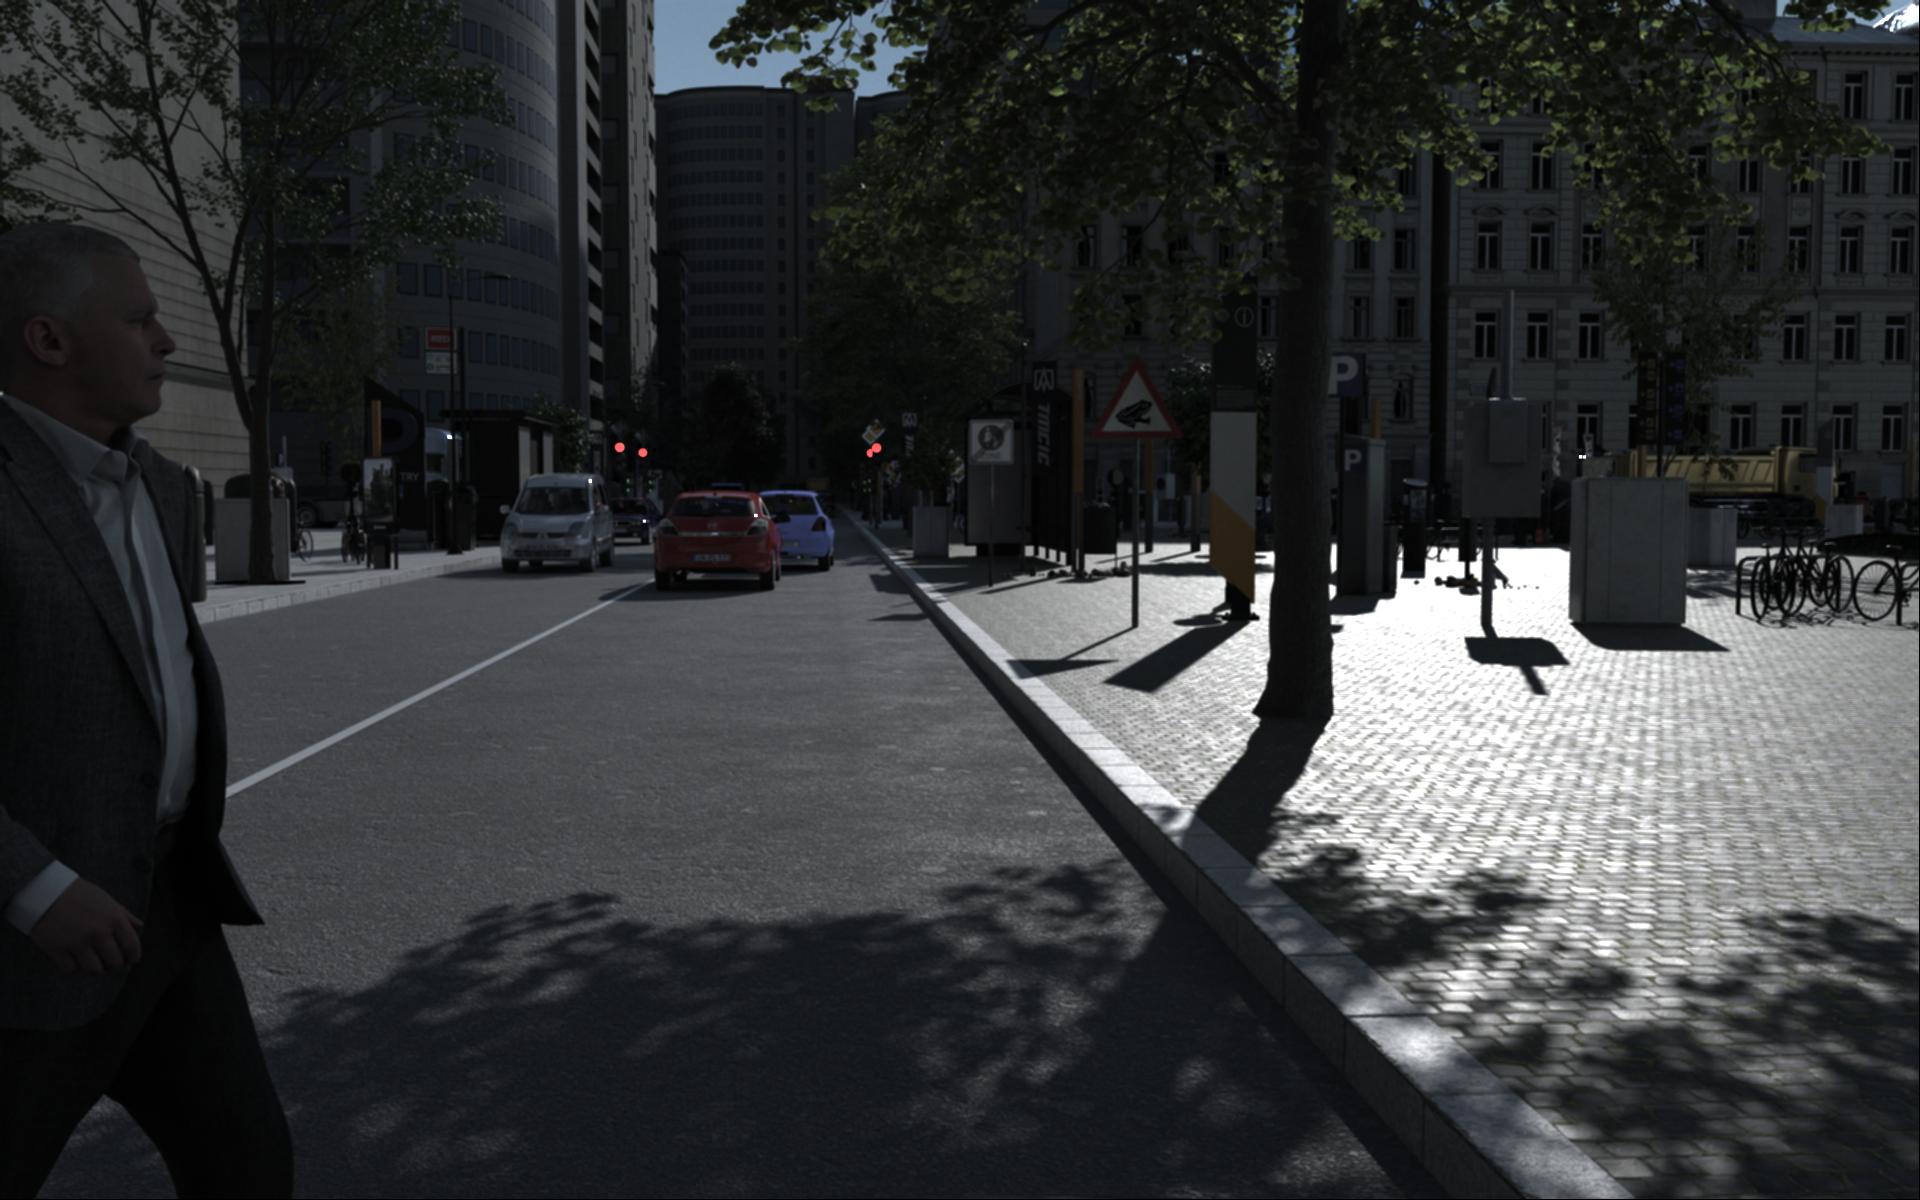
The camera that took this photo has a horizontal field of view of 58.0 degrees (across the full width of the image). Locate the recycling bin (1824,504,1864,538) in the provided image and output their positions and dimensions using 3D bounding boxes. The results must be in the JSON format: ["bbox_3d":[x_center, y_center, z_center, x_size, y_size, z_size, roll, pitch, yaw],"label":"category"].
[{"bbox_3d":[21.383,-1.795,41.908,0.722,1.027,0.722,3,4,39],"label":"recycling bin"}]

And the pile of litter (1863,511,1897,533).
[{"bbox_3d":[27.720,-2.362,52.589,1.719,0.858,1.176,-2,4,-23],"label":"pile of litter"}]

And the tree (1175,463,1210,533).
[{"bbox_3d":[7.903,-3.859,57.701,1.663,3.219,1.824,0,3,0],"label":"tree"}]

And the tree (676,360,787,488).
[{"bbox_3d":[-19.609,-14.117,147.821,9.611,12.733,9.660,0,3,0],"label":"tree"}]

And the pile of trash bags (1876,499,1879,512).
[{"bbox_3d":[39.811,-4.180,78.097,1.912,1.369,3.447,0,4,1],"label":"pile of trash bags"}]

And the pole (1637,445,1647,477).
[{"bbox_3d":[16.385,-2.923,41.642,0.158,3.312,0.155,0,3,0],"label":"pole"}]

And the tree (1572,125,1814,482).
[{"bbox_3d":[14.185,-5.137,34.351,4.737,8.622,4.395,0,3,0],"label":"tree"}]

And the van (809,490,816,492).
[{"bbox_3d":[-14.148,-9.943,169.584,2.013,2.044,4.112,0,4,-5],"label":"van"}]

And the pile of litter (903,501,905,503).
[{"bbox_3d":[-4.005,-7.093,129.927,1.176,0.858,1.719,-1,4,-21],"label":"pile of litter"}]

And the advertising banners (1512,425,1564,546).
[{"bbox_3d":[14.579,-2.901,43.620,2.074,3.025,0.090,-3,4,-37],"label":"advertising banners"}]

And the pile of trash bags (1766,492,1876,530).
[{"bbox_3d":[31.007,-3.234,62.629,3.447,1.369,1.912,2,4,24],"label":"pile of trash bags"}]

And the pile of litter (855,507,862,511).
[{"bbox_3d":[-7.397,-7.285,133.078,1.176,0.858,1.719,-2,4,-27],"label":"pile of litter"}]

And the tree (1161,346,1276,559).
[{"bbox_3d":[5.550,-3.130,34.897,4.285,4.588,4.351,0,3,0],"label":"tree"}]

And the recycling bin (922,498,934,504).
[{"bbox_3d":[-2.339,-6.767,123.187,0.722,1.027,0.722,2,4,31],"label":"recycling bin"}]

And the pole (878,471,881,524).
[{"bbox_3d":[-3.476,-4.926,74.387,0.158,3.312,0.155,0,3,0],"label":"pole"}]

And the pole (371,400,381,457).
[{"bbox_3d":[-12.683,-2.682,37.699,0.158,3.312,0.155,0,3,0],"label":"pole"}]

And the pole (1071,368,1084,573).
[{"bbox_3d":[1.920,-2.103,28.224,0.158,3.312,0.155,0,3,0],"label":"pole"}]

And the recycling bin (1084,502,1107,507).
[{"bbox_3d":[4.104,-2.486,53.193,0.722,1.027,0.722,1,4,13],"label":"recycling bin"}]

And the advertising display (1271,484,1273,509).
[{"bbox_3d":[10.434,-3.137,56.504,0.123,1.923,0.974,3,5,40],"label":"advertising display"}]

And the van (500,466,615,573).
[{"bbox_3d":[-7.623,-1.589,32.988,2.013,2.044,4.112,0,4,-4],"label":"van"}]

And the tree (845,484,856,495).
[{"bbox_3d":[-13.554,-13.416,213.948,1.663,3.219,1.824,0,3,0],"label":"tree"}]

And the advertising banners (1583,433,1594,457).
[{"bbox_3d":[18.762,-3.325,50.549,2.074,3.025,0.090,-3,4,-36],"label":"advertising banners"}]

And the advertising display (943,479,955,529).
[{"bbox_3d":[-0.400,-3.623,64.452,0.123,1.923,0.974,1,4,19],"label":"advertising display"}]

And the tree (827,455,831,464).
[{"bbox_3d":[-12.802,-15.052,196.455,4.360,8.622,3.978,0,3,0],"label":"tree"}]

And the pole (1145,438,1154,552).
[{"bbox_3d":[4.162,-2.704,38.046,0.158,3.312,0.155,0,3,0],"label":"pole"}]

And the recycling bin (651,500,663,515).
[{"bbox_3d":[-13.638,-3.968,77.423,0.722,1.027,0.722,-1,4,-9],"label":"recycling bin"}]

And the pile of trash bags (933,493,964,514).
[{"bbox_3d":[-0.366,-6.135,110.062,3.447,1.369,1.912,3,5,40],"label":"pile of trash bags"}]

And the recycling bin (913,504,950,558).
[{"bbox_3d":[-0.574,-1.378,35.078,0.722,1.027,0.722,0,4,2],"label":"recycling bin"}]

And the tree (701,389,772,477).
[{"bbox_3d":[-22.005,-14.777,167.357,9.928,11.665,9.643,0,3,0],"label":"tree"}]

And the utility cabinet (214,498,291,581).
[{"bbox_3d":[-10.546,-0.897,25.823,1.020,1.237,0.306,-1,4,-17],"label":"utility cabinet"}]

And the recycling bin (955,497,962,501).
[{"bbox_3d":[-0.322,-7.138,129.265,0.722,1.027,0.722,-3,5,-41],"label":"recycling bin"}]

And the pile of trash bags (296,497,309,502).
[{"bbox_3d":[-27.730,-3.758,71.201,1.912,1.369,3.447,-1,4,-23],"label":"pile of trash bags"}]

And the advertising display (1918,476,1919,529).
[{"bbox_3d":[17.335,-1.539,30.381,0.974,1.923,0.123,0,4,3],"label":"advertising display"}]

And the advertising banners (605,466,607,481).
[{"bbox_3d":[-22.095,-6.817,107.642,0.090,3.025,2.074,-1,4,-20],"label":"advertising banners"}]

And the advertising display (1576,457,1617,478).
[{"bbox_3d":[11.051,-1.523,30.114,0.974,1.923,0.123,-2,4,-34],"label":"advertising display"}]

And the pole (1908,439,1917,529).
[{"bbox_3d":[35.118,-4.284,63.891,0.158,3.312,0.155,0,3,0],"label":"pole"}]

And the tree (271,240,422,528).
[{"bbox_3d":[-17.353,-6.022,48.829,4.737,8.622,4.395,0,3,0],"label":"tree"}]

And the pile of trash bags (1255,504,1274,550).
[{"bbox_3d":[6.948,-1.916,41.081,1.912,1.369,3.447,-1,4,-14],"label":"pile of trash bags"}]

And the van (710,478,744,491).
[{"bbox_3d":[-12.828,-5.565,95.377,2.240,2.365,5.245,0,4,-6],"label":"van"}]

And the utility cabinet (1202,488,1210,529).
[{"bbox_3d":[9.293,-3.277,62.263,1.173,1.500,0.318,0,4,6],"label":"utility cabinet"}]

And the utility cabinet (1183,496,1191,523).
[{"bbox_3d":[10.065,-3.965,75.991,0.306,1.237,1.020,2,4,25],"label":"utility cabinet"}]

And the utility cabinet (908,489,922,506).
[{"bbox_3d":[-2.138,-4.554,83.138,0.318,1.500,1.173,-1,4,-22],"label":"utility cabinet"}]

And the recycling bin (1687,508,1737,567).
[{"bbox_3d":[13.358,-1.127,30.973,0.722,1.027,0.722,-2,4,-26],"label":"recycling bin"}]

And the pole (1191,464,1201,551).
[{"bbox_3d":[5.277,-2.744,38.707,0.158,3.312,0.155,0,3,0],"label":"pole"}]

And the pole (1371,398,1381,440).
[{"bbox_3d":[8.818,-2.626,36.776,0.158,3.312,0.155,0,3,0],"label":"pole"}]

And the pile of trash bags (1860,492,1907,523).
[{"bbox_3d":[42.855,-4.185,78.170,3.447,1.369,1.912,-1,4,-19],"label":"pile of trash bags"}]

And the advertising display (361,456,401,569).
[{"bbox_3d":[-9.944,-1.501,29.752,0.974,1.923,0.123,3,5,39],"label":"advertising display"}]
